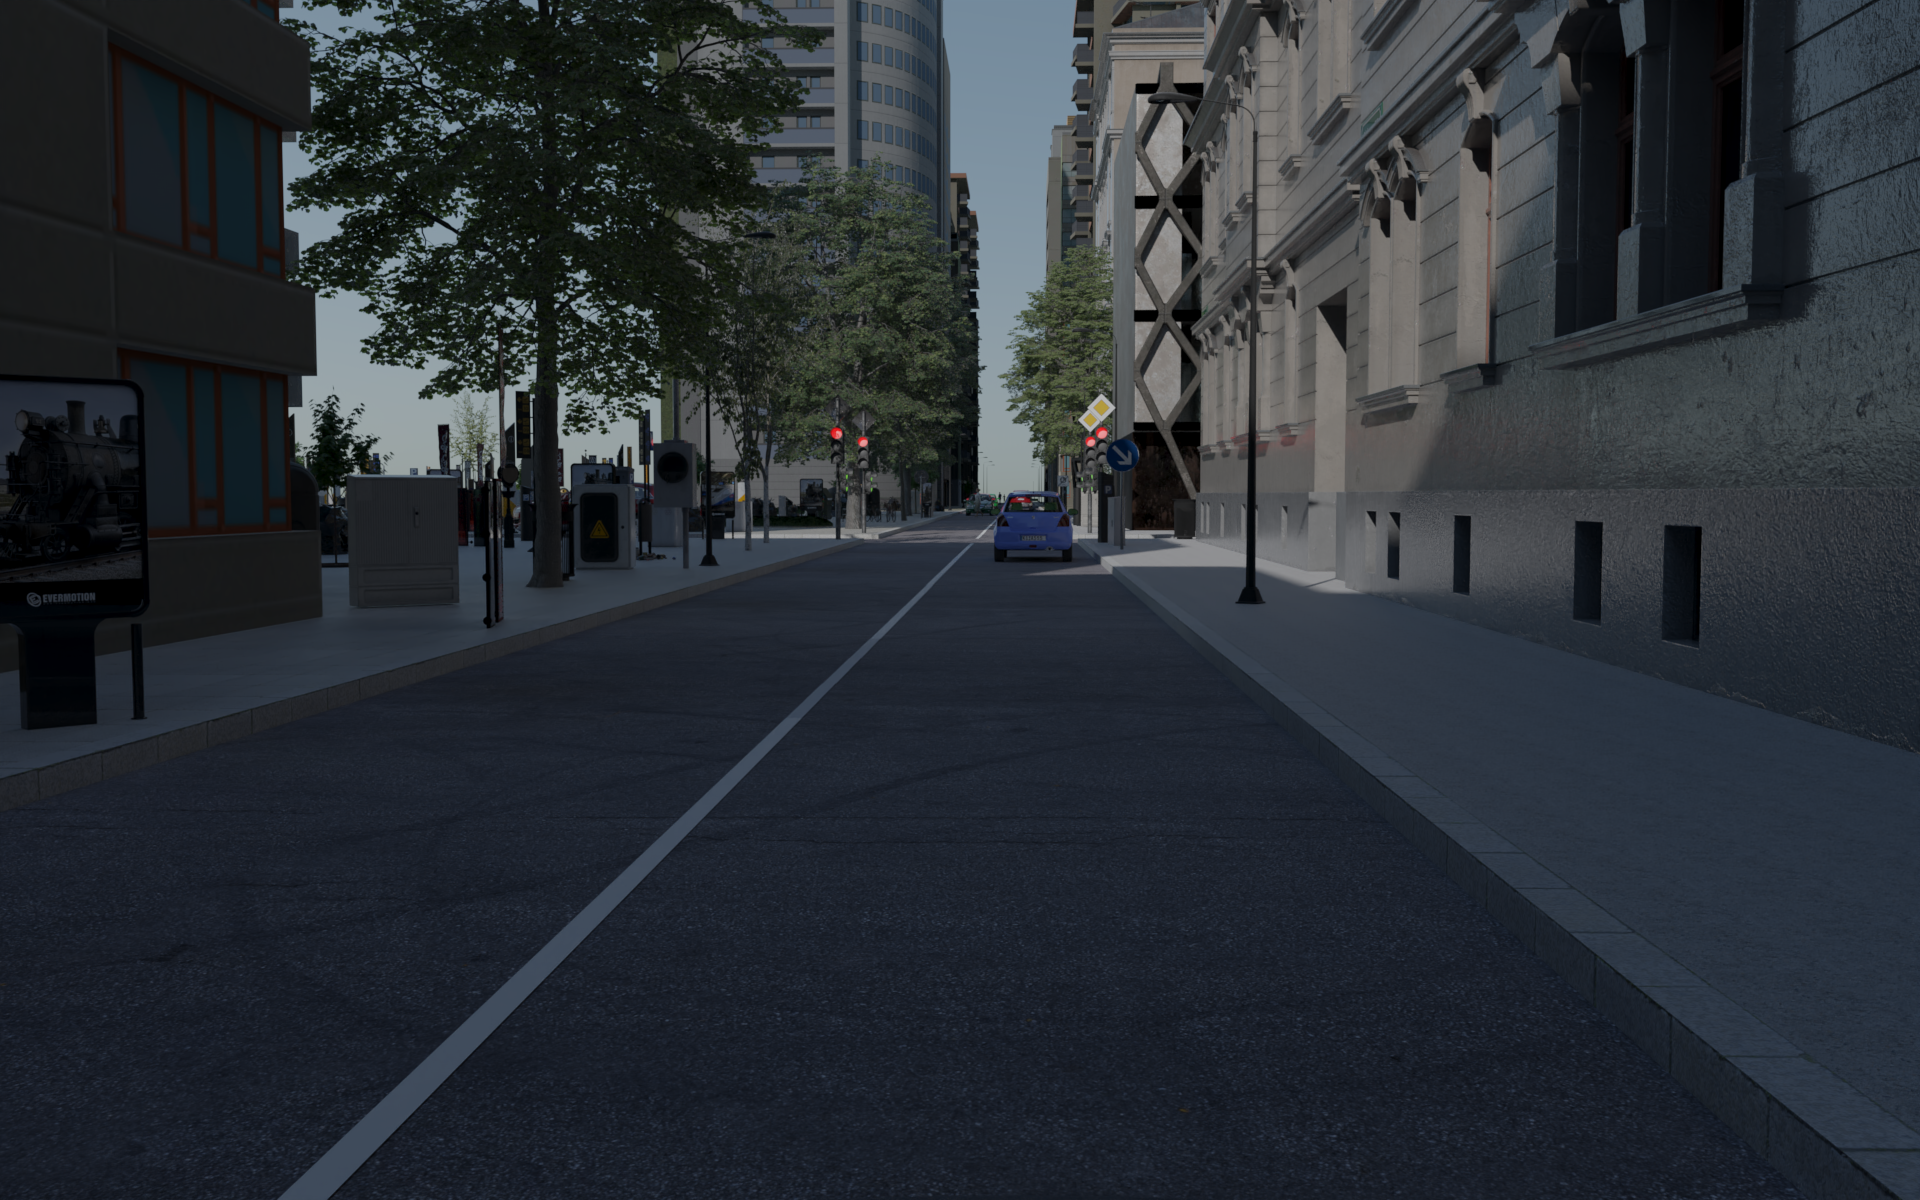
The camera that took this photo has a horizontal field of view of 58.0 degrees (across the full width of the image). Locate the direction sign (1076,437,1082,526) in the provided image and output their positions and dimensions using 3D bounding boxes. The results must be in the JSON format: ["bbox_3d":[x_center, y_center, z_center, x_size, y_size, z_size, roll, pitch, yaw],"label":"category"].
[{"bbox_3d":[4.858,-4.729,69.311,0.379,3.537,0.876,0,4,5],"label":"direction sign"}]

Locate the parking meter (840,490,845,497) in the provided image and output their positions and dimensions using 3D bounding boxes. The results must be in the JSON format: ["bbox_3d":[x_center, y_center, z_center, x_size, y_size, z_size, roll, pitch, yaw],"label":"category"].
[{"bbox_3d":[-6.331,-5.153,92.667,0.372,1.533,0.369,0,3,0],"label":"parking meter"}]

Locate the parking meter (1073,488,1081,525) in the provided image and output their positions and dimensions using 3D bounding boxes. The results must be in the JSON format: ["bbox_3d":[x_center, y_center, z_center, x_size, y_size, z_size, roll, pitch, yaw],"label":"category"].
[{"bbox_3d":[4.824,-3.829,71.016,0.372,1.533,0.369,0,3,0],"label":"parking meter"}]

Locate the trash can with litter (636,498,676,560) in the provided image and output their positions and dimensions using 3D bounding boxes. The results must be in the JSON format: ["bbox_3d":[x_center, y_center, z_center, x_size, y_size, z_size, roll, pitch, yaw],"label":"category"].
[{"bbox_3d":[-6.394,-1.394,33.844,1.678,1.210,2.233,1,4,10],"label":"trash can with litter"}]

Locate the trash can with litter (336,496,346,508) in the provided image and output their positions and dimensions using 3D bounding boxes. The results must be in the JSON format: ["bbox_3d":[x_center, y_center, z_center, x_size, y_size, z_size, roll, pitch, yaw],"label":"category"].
[{"bbox_3d":[-28.764,-4.215,79.979,2.233,1.210,1.678,2,4,29],"label":"trash can with litter"}]

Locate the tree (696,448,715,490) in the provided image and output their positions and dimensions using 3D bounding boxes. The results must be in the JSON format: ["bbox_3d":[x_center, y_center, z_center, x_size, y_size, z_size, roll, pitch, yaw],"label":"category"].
[{"bbox_3d":[-16.670,-7.436,105.299,4.285,4.588,4.351,0,3,0],"label":"tree"}]

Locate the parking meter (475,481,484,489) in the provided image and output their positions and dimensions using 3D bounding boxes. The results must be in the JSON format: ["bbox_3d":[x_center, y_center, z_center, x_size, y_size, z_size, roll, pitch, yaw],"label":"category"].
[{"bbox_3d":[-21.574,-4.416,77.911,0.399,1.863,0.255,1,4,17],"label":"parking meter"}]

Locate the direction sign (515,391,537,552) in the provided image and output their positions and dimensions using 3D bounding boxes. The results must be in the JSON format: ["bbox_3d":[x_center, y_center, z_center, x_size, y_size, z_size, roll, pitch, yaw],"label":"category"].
[{"bbox_3d":[-9.405,-2.832,38.302,0.876,3.537,0.379,-3,5,-43],"label":"direction sign"}]

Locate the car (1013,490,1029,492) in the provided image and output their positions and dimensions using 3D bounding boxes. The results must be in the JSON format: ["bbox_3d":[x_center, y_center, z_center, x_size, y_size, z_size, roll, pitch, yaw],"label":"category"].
[{"bbox_3d":[5.608,-9.146,158.204,2.281,1.827,5.304,0,4,3],"label":"car"}]

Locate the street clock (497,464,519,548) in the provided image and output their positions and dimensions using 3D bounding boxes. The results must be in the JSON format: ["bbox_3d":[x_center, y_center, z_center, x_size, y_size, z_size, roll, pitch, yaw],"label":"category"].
[{"bbox_3d":[-10.751,-2.243,41.245,0.358,2.002,0.471,3,5,43],"label":"street clock"}]

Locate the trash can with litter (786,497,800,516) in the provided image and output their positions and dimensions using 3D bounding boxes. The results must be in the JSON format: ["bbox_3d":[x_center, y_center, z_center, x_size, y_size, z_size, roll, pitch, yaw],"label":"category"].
[{"bbox_3d":[-8.541,-4.680,87.907,1.055,1.170,0.624,-1,4,-19],"label":"trash can with litter"}]

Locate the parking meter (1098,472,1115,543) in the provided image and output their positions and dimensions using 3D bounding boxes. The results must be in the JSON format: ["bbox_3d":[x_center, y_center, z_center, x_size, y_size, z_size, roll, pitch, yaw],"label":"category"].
[{"bbox_3d":[3.860,-2.448,45.742,0.399,1.863,0.255,-2,4,-24],"label":"parking meter"}]

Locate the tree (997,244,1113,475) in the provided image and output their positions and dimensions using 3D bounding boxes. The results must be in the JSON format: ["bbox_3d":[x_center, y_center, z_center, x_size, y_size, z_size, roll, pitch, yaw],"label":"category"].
[{"bbox_3d":[5.415,-9.870,79.510,7.486,12.596,7.792,0,3,0],"label":"tree"}]

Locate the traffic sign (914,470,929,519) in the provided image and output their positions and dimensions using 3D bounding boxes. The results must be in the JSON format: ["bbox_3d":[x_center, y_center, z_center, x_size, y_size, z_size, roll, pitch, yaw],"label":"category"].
[{"bbox_3d":[-2.028,-5.548,90.815,0.768,2.556,0.104,0,4,5],"label":"traffic sign"}]

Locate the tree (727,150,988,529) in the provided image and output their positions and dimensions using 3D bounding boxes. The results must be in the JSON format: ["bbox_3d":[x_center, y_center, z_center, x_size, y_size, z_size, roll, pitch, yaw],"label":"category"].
[{"bbox_3d":[-3.995,-9.582,63.329,9.857,13.997,8.962,0,3,0],"label":"tree"}]

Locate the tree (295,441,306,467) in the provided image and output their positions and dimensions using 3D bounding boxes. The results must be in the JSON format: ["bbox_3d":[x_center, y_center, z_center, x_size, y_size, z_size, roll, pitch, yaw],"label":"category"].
[{"bbox_3d":[-35.231,-6.452,89.209,4.285,4.588,4.351,0,3,0],"label":"tree"}]

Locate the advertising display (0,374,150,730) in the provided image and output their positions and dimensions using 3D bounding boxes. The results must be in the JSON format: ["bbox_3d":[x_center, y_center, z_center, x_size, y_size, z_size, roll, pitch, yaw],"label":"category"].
[{"bbox_3d":[-4.975,-0.263,9.510,0.123,1.923,0.974,3,5,43],"label":"advertising display"}]

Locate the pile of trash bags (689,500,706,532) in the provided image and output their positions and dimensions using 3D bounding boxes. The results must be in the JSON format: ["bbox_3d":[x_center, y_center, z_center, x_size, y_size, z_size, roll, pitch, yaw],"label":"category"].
[{"bbox_3d":[-10.516,-3.315,63.956,3.447,1.369,1.912,3,4,37],"label":"pile of trash bags"}]

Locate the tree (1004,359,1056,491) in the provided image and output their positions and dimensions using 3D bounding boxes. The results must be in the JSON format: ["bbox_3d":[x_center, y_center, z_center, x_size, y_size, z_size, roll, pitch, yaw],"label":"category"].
[{"bbox_3d":[12.737,-22.108,217.352,12.611,20.169,13.585,0,3,0],"label":"tree"}]

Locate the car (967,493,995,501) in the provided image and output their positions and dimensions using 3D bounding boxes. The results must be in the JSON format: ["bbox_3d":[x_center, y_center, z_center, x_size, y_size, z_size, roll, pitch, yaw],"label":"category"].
[{"bbox_3d":[1.585,-7.340,129.050,2.155,1.783,4.494,0,4,3],"label":"car"}]

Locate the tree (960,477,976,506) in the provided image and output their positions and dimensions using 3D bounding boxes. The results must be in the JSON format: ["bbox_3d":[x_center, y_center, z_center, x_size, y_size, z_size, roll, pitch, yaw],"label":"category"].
[{"bbox_3d":[1.020,-12.206,194.166,1.663,3.219,1.824,0,3,0],"label":"tree"}]

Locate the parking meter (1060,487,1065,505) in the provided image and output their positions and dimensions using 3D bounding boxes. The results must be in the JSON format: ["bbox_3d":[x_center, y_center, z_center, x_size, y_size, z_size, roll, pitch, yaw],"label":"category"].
[{"bbox_3d":[6.782,-6.601,113.629,0.399,1.863,0.255,-2,4,-31],"label":"parking meter"}]

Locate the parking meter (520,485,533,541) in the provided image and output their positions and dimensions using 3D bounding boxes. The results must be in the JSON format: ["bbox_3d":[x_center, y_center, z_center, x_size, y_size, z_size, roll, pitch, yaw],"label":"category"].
[{"bbox_3d":[-11.829,-2.381,47.345,0.372,1.533,0.369,0,3,0],"label":"parking meter"}]

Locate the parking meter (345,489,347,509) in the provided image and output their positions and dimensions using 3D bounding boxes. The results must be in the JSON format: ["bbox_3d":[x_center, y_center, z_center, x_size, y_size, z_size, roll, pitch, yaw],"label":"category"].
[{"bbox_3d":[-47.103,-7.801,133.250,0.255,1.863,0.399,3,5,44],"label":"parking meter"}]

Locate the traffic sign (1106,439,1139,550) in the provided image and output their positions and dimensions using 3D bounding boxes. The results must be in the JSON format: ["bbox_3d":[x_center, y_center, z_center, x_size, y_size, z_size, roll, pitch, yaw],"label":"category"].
[{"bbox_3d":[3.747,-2.440,40.001,0.768,2.556,0.104,1,4,8],"label":"traffic sign"}]

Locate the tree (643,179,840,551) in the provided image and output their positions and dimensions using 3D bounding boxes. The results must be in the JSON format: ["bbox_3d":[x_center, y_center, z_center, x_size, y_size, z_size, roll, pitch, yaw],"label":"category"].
[{"bbox_3d":[-5.003,-5.416,38.907,4.360,8.622,3.978,0,3,0],"label":"tree"}]

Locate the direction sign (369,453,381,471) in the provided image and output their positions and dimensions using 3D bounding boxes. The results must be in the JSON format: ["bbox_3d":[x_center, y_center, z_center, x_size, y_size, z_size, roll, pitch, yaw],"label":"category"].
[{"bbox_3d":[-32.339,-6.310,95.165,0.876,3.537,0.379,-2,4,-24],"label":"direction sign"}]

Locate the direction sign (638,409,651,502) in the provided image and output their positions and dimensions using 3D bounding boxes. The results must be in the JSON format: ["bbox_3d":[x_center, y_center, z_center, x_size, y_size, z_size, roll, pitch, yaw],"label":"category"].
[{"bbox_3d":[-8.478,-3.340,46.605,0.379,3.537,0.876,-2,4,-29],"label":"direction sign"}]

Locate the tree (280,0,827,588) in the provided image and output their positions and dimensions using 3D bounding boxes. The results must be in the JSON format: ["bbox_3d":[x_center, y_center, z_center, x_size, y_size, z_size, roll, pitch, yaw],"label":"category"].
[{"bbox_3d":[-5.737,-6.475,23.989,7.486,12.596,7.792,0,3,0],"label":"tree"}]

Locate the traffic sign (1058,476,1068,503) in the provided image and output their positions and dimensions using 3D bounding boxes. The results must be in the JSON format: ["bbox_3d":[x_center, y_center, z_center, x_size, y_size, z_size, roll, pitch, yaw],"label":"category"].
[{"bbox_3d":[5.685,-5.710,95.490,0.606,2.300,0.079,0,4,8],"label":"traffic sign"}]

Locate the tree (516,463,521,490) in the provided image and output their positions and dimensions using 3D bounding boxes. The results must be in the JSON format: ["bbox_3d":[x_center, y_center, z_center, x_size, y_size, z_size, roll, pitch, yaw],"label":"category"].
[{"bbox_3d":[-25.098,-6.418,99.536,1.663,3.219,1.824,0,3,0],"label":"tree"}]

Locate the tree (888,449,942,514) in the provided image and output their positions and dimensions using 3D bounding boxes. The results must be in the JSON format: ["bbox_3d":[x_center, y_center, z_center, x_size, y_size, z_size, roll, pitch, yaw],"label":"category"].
[{"bbox_3d":[-2.878,-7.799,111.227,4.285,4.588,4.351,0,3,0],"label":"tree"}]

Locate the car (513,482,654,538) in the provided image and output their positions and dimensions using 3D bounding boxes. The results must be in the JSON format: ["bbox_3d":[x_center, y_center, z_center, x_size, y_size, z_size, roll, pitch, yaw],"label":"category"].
[{"bbox_3d":[-11.272,-2.771,53.971,5.304,1.827,2.281,0,4,3],"label":"car"}]

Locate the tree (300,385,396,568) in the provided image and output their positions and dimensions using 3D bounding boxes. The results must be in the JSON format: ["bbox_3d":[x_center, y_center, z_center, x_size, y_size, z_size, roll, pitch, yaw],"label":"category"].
[{"bbox_3d":[-11.061,-2.191,30.431,1.663,3.219,1.824,0,3,0],"label":"tree"}]

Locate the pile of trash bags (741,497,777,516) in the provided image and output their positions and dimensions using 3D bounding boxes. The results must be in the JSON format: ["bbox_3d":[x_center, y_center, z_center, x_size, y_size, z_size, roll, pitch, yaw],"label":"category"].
[{"bbox_3d":[-12.478,-5.576,100.919,3.447,1.369,1.912,-2,4,-33],"label":"pile of trash bags"}]

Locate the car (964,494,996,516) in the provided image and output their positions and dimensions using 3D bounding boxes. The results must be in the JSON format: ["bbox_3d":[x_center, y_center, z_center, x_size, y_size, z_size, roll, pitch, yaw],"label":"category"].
[{"bbox_3d":[1.329,-6.324,115.201,2.131,1.459,4.920,0,4,2],"label":"car"}]

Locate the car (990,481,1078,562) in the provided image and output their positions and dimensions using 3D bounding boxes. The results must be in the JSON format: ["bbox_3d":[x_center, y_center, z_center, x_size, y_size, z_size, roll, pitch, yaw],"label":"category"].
[{"bbox_3d":[1.620,-1.732,37.904,1.945,1.707,3.694,0,4,3],"label":"car"}]

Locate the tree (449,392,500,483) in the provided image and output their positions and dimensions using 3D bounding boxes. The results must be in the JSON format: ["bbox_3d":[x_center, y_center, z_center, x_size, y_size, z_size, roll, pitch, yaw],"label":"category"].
[{"bbox_3d":[-34.324,-10.530,122.531,4.737,8.622,4.395,0,3,0],"label":"tree"}]

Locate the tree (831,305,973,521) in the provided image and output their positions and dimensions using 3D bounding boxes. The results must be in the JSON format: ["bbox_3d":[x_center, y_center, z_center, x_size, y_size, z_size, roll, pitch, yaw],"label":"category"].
[{"bbox_3d":[-3.025,-9.070,82.712,7.601,10.594,8.767,-1,4,-10],"label":"tree"}]

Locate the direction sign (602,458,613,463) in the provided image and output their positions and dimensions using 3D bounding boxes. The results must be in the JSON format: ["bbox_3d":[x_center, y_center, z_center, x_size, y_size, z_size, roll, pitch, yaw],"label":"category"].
[{"bbox_3d":[-21.911,-7.081,107.775,0.876,3.537,0.379,2,4,29],"label":"direction sign"}]

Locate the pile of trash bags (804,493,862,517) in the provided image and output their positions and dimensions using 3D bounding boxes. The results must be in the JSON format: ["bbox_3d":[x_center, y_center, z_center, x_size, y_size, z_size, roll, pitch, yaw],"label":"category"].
[{"bbox_3d":[-7.170,-5.398,98.007,3.447,1.369,1.912,0,4,4],"label":"pile of trash bags"}]

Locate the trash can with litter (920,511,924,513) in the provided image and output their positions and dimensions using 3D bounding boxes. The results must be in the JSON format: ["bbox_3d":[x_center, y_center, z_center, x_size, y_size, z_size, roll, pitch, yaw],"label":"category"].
[{"bbox_3d":[-3.084,-6.552,118.177,2.233,1.210,1.678,-2,4,-24],"label":"trash can with litter"}]

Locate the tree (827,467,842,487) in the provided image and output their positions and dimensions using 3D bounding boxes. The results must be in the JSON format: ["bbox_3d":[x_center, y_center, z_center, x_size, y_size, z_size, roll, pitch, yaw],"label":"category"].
[{"bbox_3d":[-8.342,-7.878,123.412,1.663,3.219,1.824,0,3,0],"label":"tree"}]

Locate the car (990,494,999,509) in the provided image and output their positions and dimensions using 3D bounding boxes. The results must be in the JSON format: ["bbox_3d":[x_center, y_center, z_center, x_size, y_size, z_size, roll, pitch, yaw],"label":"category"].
[{"bbox_3d":[2.511,-8.850,153.485,1.959,1.807,4.718,0,4,1],"label":"car"}]

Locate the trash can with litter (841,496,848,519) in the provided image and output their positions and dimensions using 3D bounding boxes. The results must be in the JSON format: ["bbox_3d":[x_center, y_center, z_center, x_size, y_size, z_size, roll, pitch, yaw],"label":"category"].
[{"bbox_3d":[-5.836,-4.769,89.366,0.624,1.170,1.055,-2,4,-35],"label":"trash can with litter"}]

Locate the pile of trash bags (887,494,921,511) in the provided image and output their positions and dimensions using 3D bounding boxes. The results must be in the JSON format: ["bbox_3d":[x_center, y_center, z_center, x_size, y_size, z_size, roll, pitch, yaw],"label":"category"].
[{"bbox_3d":[-3.911,-7.310,129.272,3.447,1.369,1.912,2,4,30],"label":"pile of trash bags"}]
